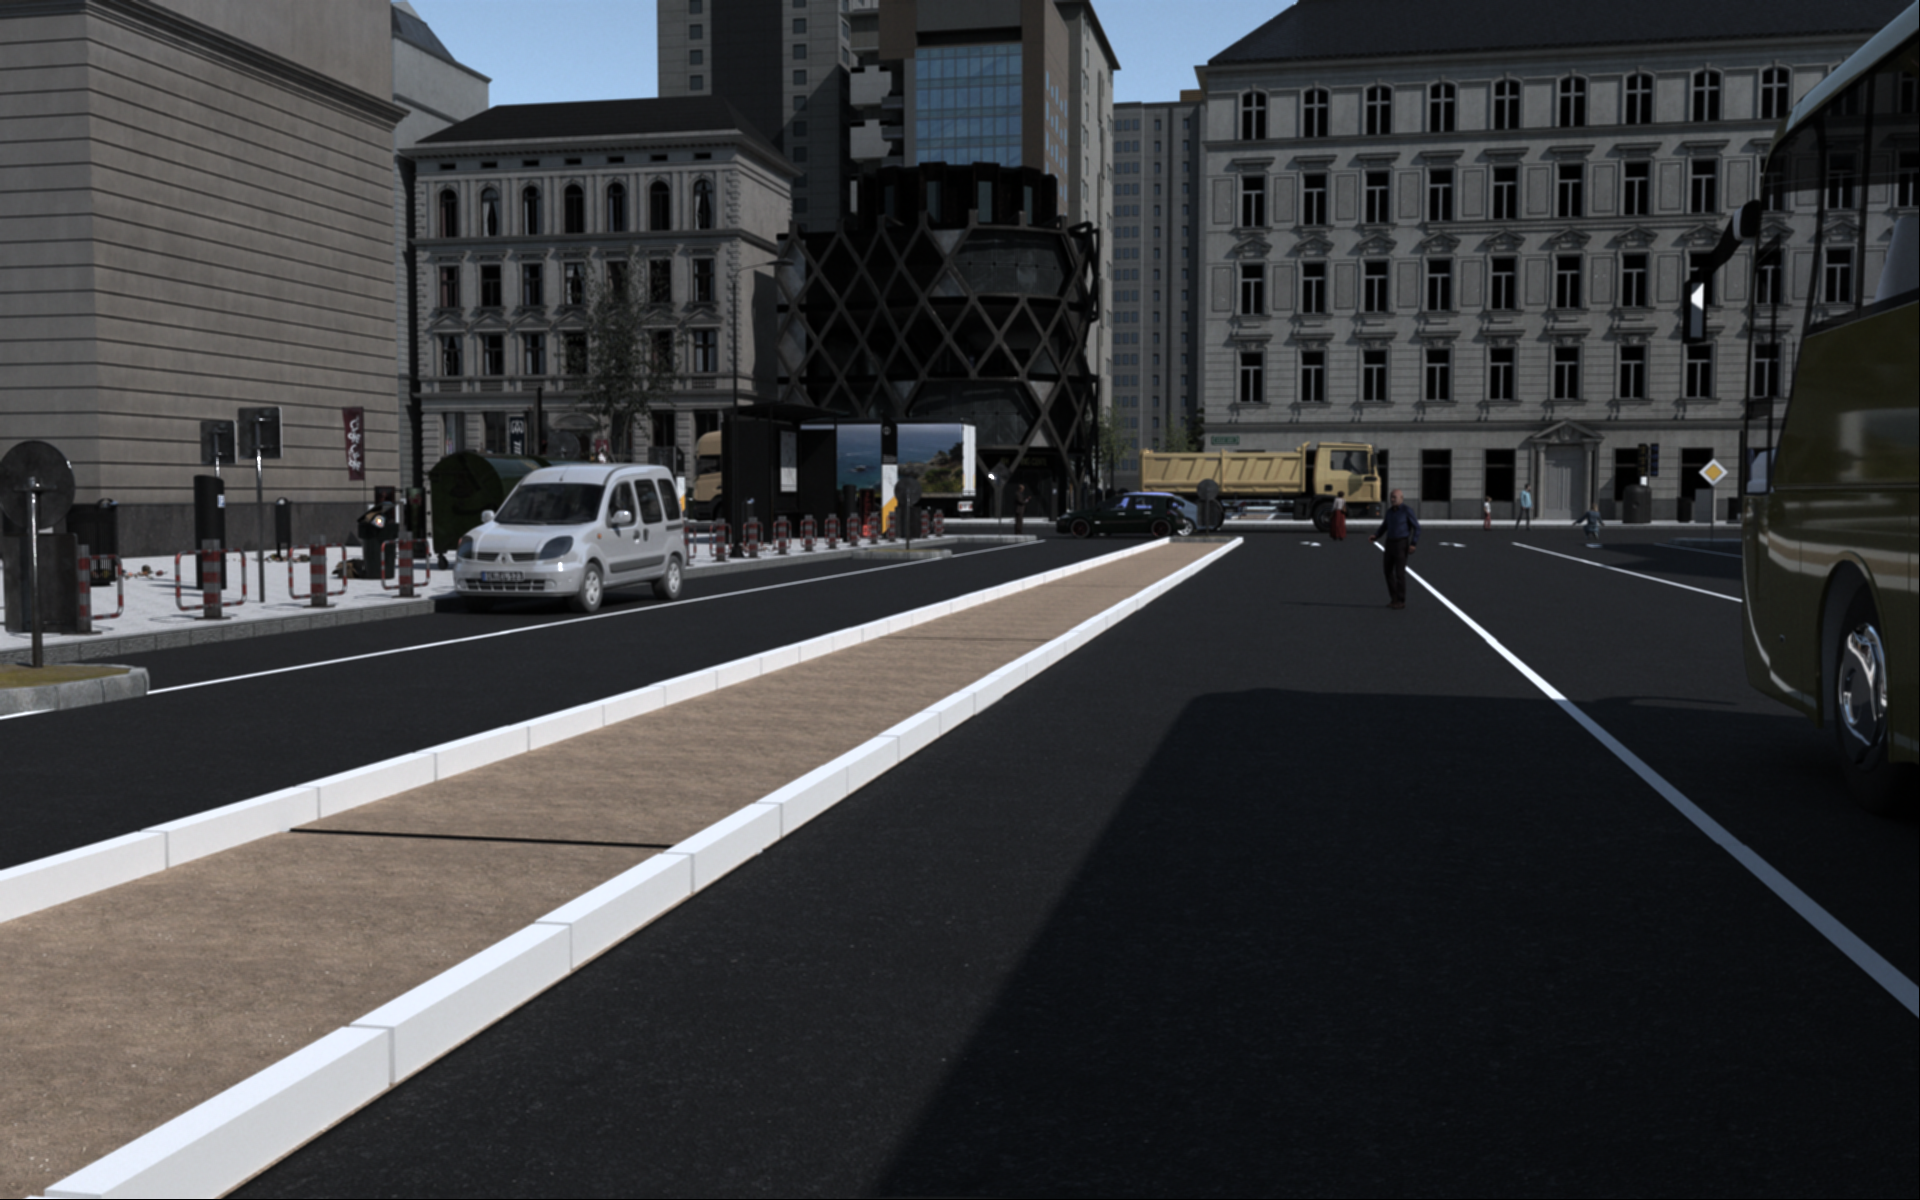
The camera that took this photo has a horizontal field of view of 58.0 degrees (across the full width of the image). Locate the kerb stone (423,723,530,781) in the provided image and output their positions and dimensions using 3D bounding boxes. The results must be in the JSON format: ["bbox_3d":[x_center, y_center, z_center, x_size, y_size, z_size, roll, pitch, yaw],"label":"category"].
[{"bbox_3d":[-2.552,0.801,9.099,0.120,0.150,1.000,1,4,12],"label":"kerb stone"}]

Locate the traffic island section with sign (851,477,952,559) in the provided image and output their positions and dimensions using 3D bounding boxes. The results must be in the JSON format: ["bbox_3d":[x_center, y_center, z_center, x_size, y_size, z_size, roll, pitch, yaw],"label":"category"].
[{"bbox_3d":[-1.248,-1.867,39.150,1.989,1.847,2.006,1,4,12],"label":"traffic island section with sign"}]

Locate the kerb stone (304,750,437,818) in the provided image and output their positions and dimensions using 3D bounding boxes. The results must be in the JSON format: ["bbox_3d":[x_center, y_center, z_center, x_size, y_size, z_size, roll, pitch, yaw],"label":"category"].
[{"bbox_3d":[-2.762,0.863,8.095,0.120,0.150,1.000,1,4,12],"label":"kerb stone"}]

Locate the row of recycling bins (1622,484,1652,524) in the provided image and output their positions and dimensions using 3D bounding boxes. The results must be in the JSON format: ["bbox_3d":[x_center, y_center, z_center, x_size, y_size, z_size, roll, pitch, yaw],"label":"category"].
[{"bbox_3d":[29.446,-4.165,75.203,1.069,1.692,3.534,2,4,27],"label":"row of recycling bins"}]

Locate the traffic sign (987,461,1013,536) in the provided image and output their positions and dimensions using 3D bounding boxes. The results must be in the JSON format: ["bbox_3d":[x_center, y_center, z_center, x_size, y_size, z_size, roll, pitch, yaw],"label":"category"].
[{"bbox_3d":[1.215,-2.990,52.527,0.795,2.450,0.064,1,4,12],"label":"traffic sign"}]

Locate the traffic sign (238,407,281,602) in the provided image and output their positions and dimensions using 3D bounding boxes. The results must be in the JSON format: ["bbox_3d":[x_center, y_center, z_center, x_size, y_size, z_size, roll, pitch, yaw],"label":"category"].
[{"bbox_3d":[-8.263,-1.120,20.446,0.606,2.300,0.079,1,4,19],"label":"traffic sign"}]

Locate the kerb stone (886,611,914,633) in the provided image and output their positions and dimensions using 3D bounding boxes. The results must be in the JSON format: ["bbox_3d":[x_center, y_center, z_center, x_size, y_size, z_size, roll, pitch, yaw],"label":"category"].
[{"bbox_3d":[-0.679,0.248,18.143,0.120,0.150,1.000,1,4,12],"label":"kerb stone"}]

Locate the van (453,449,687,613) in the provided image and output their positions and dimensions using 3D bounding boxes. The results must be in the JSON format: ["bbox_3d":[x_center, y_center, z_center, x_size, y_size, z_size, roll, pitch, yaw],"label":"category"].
[{"bbox_3d":[-4.940,-0.934,22.277,2.013,2.044,4.112,1,4,12],"label":"van"}]

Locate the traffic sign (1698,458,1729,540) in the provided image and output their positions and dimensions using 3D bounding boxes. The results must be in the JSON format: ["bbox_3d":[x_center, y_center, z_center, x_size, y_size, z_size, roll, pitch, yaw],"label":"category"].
[{"bbox_3d":[21.037,-2.739,48.420,0.795,2.450,0.064,1,4,12],"label":"traffic sign"}]

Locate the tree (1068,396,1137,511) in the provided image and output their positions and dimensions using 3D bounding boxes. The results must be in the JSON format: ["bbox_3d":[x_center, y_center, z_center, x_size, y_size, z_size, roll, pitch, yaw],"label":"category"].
[{"bbox_3d":[11.058,-10.919,128.887,4.737,8.622,4.395,0,3,0],"label":"tree"}]

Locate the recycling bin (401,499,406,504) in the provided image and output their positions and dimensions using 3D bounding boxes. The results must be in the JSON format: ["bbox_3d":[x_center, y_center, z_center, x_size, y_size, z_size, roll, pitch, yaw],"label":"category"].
[{"bbox_3d":[-29.947,-4.981,93.995,0.722,1.027,0.722,0,4,-1],"label":"recycling bin"}]

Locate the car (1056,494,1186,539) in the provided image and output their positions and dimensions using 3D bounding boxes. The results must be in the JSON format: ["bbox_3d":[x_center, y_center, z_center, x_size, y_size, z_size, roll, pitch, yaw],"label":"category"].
[{"bbox_3d":[5.219,-2.839,56.203,4.222,1.686,2.009,1,4,12],"label":"car"}]

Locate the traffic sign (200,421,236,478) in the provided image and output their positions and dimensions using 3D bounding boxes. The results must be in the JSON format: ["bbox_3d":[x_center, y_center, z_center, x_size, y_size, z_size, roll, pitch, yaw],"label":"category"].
[{"bbox_3d":[-10.377,-1.352,24.235,0.606,2.300,0.079,1,4,20],"label":"traffic sign"}]

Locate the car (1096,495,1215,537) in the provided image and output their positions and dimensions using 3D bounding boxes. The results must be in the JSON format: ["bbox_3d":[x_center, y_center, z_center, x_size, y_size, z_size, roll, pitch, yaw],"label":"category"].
[{"bbox_3d":[6.391,-2.861,58.776,4.499,1.417,2.014,1,4,10],"label":"car"}]

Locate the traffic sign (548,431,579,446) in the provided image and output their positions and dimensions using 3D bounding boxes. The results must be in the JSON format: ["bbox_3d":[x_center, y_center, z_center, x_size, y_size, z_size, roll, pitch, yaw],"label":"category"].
[{"bbox_3d":[-8.031,-2.137,35.044,0.768,2.556,0.104,1,4,17],"label":"traffic sign"}]

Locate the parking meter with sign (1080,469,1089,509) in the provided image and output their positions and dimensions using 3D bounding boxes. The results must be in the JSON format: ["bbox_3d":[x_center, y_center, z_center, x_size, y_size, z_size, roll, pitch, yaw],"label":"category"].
[{"bbox_3d":[7.679,-6.850,108.262,0.543,3.016,1.738,2,4,24],"label":"parking meter with sign"}]

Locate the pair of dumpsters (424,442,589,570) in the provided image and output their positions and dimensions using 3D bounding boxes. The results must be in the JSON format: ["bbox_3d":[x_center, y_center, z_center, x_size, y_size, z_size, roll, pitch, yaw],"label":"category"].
[{"bbox_3d":[-7.882,-1.741,30.955,1.574,2.255,4.437,1,4,12],"label":"pair of dumpsters"}]

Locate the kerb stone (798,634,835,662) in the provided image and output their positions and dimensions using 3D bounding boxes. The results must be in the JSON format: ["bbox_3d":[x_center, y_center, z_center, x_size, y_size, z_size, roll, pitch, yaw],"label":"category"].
[{"bbox_3d":[-1.307,0.433,15.130,0.120,0.150,1.000,1,4,12],"label":"kerb stone"}]

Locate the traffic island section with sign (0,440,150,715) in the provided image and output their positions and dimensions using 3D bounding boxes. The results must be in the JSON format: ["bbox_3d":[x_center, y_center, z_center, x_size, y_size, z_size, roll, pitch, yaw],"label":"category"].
[{"bbox_3d":[-6.858,-0.208,12.033,1.989,1.847,2.006,1,4,12],"label":"traffic island section with sign"}]

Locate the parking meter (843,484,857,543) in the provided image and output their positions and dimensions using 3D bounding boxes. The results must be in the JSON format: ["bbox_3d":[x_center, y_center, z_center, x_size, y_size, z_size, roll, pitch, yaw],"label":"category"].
[{"bbox_3d":[-2.921,-2.290,45.847,0.372,1.533,0.369,0,3,0],"label":"parking meter"}]

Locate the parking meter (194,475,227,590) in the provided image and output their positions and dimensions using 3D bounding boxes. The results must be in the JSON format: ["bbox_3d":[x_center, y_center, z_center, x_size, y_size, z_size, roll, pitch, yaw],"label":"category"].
[{"bbox_3d":[-10.050,-0.906,23.216,0.372,1.533,0.369,0,3,0],"label":"parking meter"}]

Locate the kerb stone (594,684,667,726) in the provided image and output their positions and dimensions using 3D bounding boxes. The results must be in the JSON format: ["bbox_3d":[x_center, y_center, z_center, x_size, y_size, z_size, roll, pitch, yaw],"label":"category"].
[{"bbox_3d":[-2.136,0.684,11.108,0.120,0.150,1.000,1,4,12],"label":"kerb stone"}]

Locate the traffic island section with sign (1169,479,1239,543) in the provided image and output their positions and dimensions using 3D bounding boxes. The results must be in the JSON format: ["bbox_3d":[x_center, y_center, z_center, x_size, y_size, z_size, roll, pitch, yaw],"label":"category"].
[{"bbox_3d":[7.324,-2.656,51.569,2.006,1.907,1.989,1,4,12],"label":"traffic island section with sign"}]

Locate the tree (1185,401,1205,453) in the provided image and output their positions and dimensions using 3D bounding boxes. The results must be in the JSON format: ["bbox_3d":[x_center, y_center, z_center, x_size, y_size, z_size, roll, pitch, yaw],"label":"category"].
[{"bbox_3d":[30.124,-18.209,205.138,7.806,13.903,7.818,0,3,0],"label":"tree"}]

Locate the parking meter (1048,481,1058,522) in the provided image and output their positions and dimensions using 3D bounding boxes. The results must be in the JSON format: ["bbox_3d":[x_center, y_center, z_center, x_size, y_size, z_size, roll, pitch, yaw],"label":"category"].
[{"bbox_3d":[4.264,-4.492,79.160,0.399,1.863,0.255,-2,4,-33],"label":"parking meter"}]

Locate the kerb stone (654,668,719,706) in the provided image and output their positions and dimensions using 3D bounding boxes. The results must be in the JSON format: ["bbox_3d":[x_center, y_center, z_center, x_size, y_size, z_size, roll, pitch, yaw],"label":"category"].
[{"bbox_3d":[-1.932,0.618,12.112,0.120,0.150,1.000,1,4,12],"label":"kerb stone"}]

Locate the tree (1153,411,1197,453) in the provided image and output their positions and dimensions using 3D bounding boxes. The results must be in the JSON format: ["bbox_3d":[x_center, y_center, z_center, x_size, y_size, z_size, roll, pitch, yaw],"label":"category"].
[{"bbox_3d":[18.996,-12.319,151.786,4.737,8.622,4.395,0,3,0],"label":"tree"}]

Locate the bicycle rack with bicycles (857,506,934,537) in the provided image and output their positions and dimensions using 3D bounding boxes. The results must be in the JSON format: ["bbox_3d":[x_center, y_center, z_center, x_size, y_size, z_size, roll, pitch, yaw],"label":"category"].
[{"bbox_3d":[-2.217,-2.427,53.071,2.925,0.926,2.852,0,4,5],"label":"bicycle rack with bicycles"}]

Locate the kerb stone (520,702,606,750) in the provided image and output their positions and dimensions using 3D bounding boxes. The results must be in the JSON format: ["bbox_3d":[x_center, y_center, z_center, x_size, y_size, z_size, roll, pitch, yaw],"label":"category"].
[{"bbox_3d":[-2.342,0.743,10.104,0.120,0.150,1.000,1,4,12],"label":"kerb stone"}]

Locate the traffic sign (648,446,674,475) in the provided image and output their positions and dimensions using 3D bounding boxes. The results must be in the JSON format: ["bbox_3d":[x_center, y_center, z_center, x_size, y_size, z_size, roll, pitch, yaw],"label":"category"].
[{"bbox_3d":[-6.425,-2.147,37.227,0.606,2.300,0.079,1,4,14],"label":"traffic sign"}]

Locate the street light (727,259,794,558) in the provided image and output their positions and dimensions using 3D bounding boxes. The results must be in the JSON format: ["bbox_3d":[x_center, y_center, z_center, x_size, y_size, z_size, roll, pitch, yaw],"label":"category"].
[{"bbox_3d":[-3.963,-3.791,34.516,1.470,5.913,1.316,1,4,12],"label":"street light"}]

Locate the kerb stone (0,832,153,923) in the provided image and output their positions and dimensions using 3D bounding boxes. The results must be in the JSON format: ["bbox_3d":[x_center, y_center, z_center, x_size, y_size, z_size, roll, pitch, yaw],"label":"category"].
[{"bbox_3d":[-3.172,0.985,6.085,0.120,0.150,1.000,1,4,12],"label":"kerb stone"}]

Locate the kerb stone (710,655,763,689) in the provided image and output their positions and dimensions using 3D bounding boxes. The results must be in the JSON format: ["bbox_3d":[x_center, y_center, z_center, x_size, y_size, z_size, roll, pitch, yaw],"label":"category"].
[{"bbox_3d":[-1.725,0.555,13.116,0.120,0.150,1.000,1,4,12],"label":"kerb stone"}]

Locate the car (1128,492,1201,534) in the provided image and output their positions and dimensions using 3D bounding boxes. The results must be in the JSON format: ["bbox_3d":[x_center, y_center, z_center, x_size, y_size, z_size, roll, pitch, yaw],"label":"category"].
[{"bbox_3d":[7.419,-3.279,63.200,3.694,1.707,1.945,1,4,10],"label":"car"}]

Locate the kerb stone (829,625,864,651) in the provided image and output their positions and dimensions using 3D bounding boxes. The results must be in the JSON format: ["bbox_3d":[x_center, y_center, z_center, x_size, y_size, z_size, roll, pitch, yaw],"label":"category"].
[{"bbox_3d":[-1.102,0.371,16.134,0.120,0.150,1.000,1,4,12],"label":"kerb stone"}]

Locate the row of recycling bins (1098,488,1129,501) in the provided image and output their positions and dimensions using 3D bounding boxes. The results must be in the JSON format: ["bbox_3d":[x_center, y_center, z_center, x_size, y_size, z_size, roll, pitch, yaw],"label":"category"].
[{"bbox_3d":[9.856,-6.830,118.785,3.534,1.692,1.069,-1,4,-8],"label":"row of recycling bins"}]

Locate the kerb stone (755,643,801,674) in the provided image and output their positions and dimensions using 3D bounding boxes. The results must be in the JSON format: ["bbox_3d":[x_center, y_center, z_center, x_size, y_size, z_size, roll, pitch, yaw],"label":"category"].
[{"bbox_3d":[-1.518,0.493,14.127,0.120,0.150,1.000,1,4,12],"label":"kerb stone"}]

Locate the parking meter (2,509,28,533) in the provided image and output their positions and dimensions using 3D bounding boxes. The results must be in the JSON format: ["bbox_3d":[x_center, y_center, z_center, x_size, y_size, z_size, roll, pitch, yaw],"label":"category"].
[{"bbox_3d":[-16.062,-1.286,29.435,0.372,1.533,0.369,0,3,0],"label":"parking meter"}]

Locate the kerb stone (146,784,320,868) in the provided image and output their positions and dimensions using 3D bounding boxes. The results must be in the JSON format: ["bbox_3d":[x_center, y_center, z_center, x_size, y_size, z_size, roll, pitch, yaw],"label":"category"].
[{"bbox_3d":[-2.968,0.924,7.091,0.120,0.150,1.000,1,4,12],"label":"kerb stone"}]

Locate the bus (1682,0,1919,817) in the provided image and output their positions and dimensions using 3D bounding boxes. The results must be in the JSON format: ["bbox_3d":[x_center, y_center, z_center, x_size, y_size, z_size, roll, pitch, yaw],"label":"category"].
[{"bbox_3d":[4.563,-0.781,4.319,2.896,3.916,12.252,1,4,12],"label":"bus"}]

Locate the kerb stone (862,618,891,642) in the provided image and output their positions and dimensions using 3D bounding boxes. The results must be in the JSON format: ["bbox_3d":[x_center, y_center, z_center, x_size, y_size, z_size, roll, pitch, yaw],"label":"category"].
[{"bbox_3d":[-0.886,0.312,17.137,0.120,0.150,1.000,1,4,12],"label":"kerb stone"}]

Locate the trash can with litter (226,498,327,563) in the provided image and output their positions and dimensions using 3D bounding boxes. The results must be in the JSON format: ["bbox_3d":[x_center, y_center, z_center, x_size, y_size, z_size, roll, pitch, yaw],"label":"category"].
[{"bbox_3d":[-12.840,-1.341,32.990,1.678,1.210,2.233,-3,5,-43],"label":"trash can with litter"}]

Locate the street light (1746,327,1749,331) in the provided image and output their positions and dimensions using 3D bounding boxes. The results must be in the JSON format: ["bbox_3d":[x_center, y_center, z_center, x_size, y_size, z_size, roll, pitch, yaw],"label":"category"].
[{"bbox_3d":[22.485,-4.620,48.073,1.470,5.913,1.316,1,4,12],"label":"street light"}]

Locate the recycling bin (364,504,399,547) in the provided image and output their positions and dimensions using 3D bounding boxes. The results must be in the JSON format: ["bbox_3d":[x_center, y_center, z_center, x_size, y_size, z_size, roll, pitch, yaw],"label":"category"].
[{"bbox_3d":[-13.987,-1.795,41.899,0.722,1.027,0.722,-2,4,-27],"label":"recycling bin"}]

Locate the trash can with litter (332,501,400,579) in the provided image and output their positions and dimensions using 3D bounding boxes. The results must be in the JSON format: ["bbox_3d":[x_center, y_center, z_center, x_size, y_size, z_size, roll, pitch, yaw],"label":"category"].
[{"bbox_3d":[-8.996,-0.901,26.120,1.055,1.170,0.624,1,4,18],"label":"trash can with litter"}]

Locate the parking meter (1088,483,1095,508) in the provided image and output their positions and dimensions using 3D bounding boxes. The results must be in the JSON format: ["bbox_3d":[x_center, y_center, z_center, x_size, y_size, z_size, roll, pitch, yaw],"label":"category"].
[{"bbox_3d":[6.793,-5.119,89.411,0.255,1.863,0.399,1,4,23],"label":"parking meter"}]

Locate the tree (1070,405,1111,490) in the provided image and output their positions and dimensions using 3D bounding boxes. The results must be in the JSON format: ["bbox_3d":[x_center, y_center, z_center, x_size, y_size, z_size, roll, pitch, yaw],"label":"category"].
[{"bbox_3d":[8.664,-10.664,124.723,4.360,8.622,3.978,0,3,0],"label":"tree"}]

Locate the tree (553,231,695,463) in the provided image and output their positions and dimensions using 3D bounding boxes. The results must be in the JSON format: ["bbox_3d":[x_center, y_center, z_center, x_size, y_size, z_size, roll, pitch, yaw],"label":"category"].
[{"bbox_3d":[-9.689,-6.048,49.243,4.360,8.622,3.978,0,3,0],"label":"tree"}]
